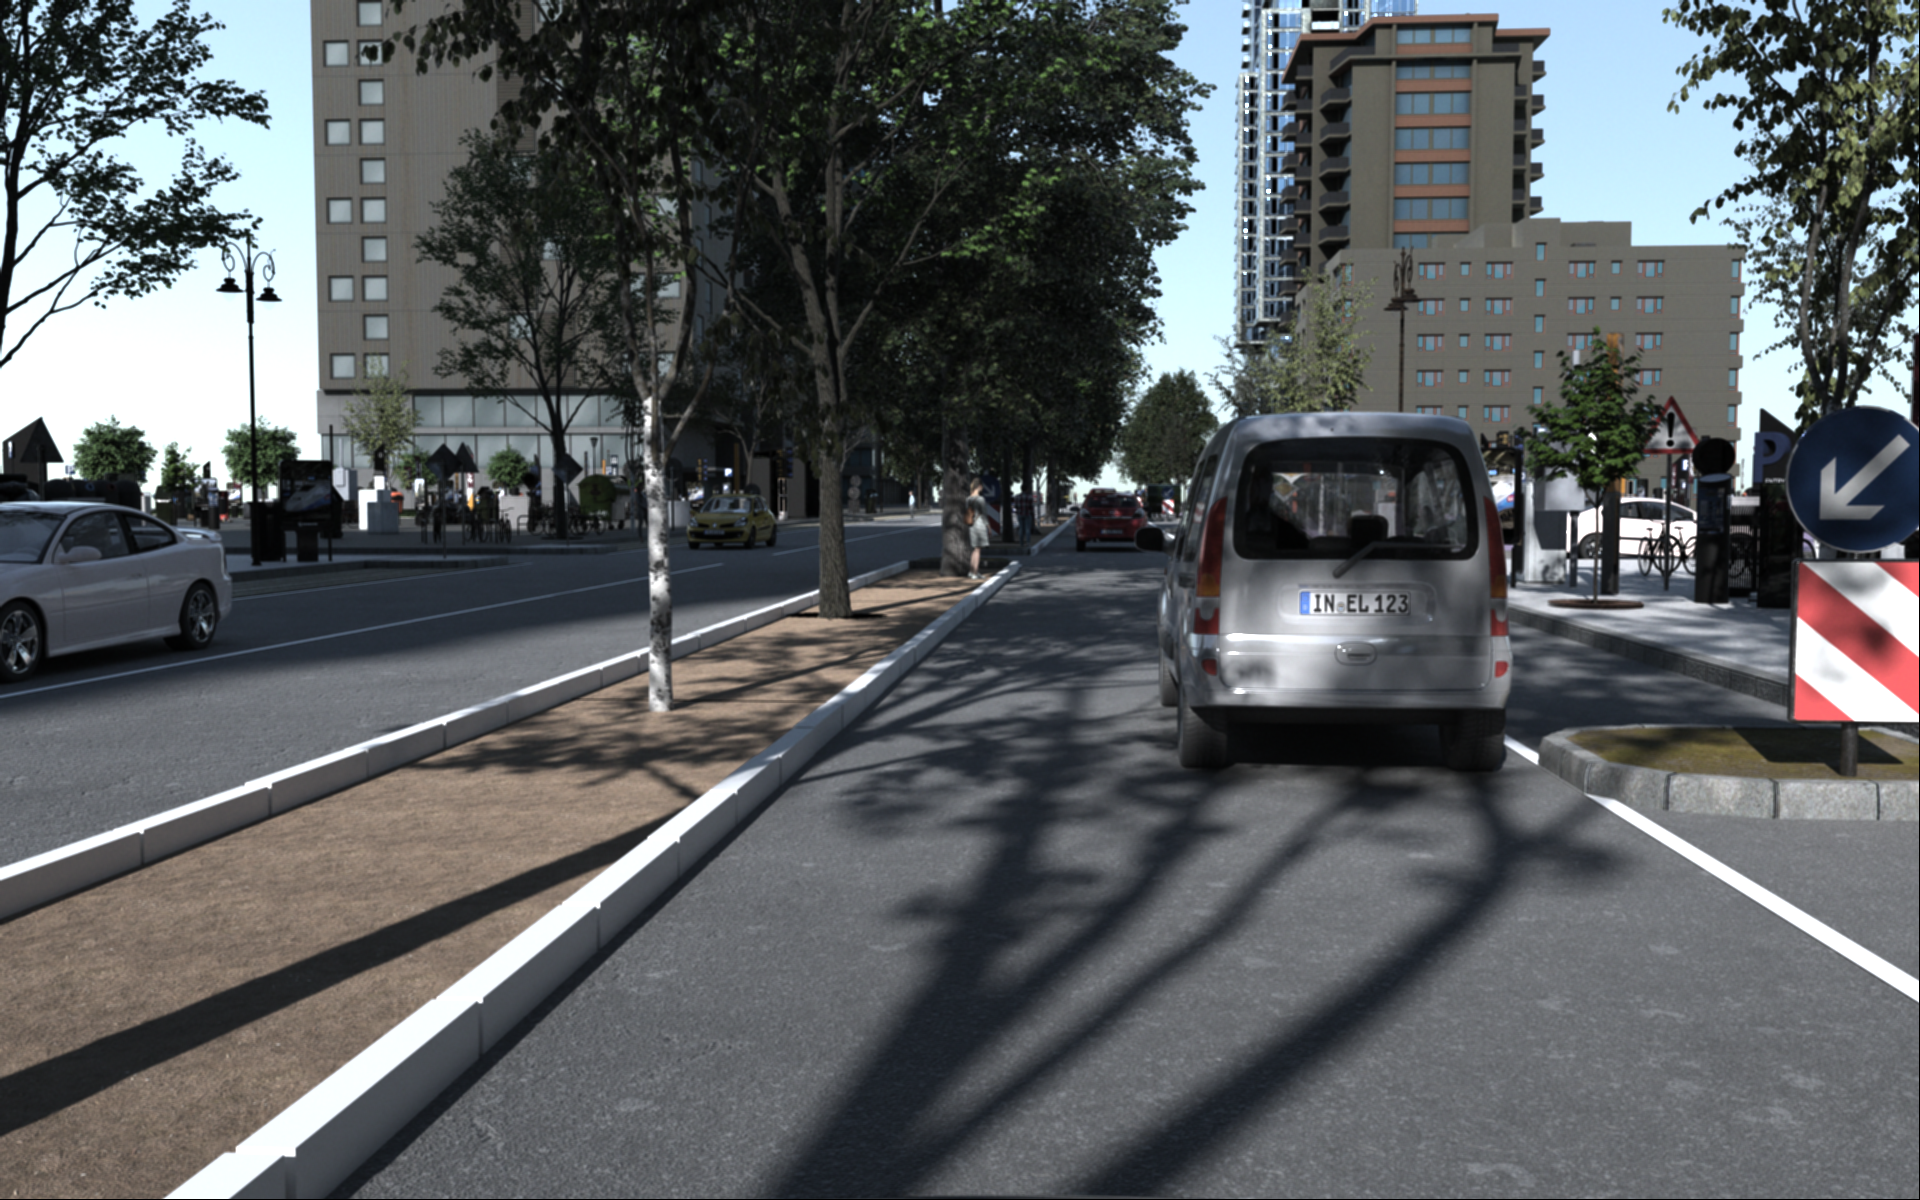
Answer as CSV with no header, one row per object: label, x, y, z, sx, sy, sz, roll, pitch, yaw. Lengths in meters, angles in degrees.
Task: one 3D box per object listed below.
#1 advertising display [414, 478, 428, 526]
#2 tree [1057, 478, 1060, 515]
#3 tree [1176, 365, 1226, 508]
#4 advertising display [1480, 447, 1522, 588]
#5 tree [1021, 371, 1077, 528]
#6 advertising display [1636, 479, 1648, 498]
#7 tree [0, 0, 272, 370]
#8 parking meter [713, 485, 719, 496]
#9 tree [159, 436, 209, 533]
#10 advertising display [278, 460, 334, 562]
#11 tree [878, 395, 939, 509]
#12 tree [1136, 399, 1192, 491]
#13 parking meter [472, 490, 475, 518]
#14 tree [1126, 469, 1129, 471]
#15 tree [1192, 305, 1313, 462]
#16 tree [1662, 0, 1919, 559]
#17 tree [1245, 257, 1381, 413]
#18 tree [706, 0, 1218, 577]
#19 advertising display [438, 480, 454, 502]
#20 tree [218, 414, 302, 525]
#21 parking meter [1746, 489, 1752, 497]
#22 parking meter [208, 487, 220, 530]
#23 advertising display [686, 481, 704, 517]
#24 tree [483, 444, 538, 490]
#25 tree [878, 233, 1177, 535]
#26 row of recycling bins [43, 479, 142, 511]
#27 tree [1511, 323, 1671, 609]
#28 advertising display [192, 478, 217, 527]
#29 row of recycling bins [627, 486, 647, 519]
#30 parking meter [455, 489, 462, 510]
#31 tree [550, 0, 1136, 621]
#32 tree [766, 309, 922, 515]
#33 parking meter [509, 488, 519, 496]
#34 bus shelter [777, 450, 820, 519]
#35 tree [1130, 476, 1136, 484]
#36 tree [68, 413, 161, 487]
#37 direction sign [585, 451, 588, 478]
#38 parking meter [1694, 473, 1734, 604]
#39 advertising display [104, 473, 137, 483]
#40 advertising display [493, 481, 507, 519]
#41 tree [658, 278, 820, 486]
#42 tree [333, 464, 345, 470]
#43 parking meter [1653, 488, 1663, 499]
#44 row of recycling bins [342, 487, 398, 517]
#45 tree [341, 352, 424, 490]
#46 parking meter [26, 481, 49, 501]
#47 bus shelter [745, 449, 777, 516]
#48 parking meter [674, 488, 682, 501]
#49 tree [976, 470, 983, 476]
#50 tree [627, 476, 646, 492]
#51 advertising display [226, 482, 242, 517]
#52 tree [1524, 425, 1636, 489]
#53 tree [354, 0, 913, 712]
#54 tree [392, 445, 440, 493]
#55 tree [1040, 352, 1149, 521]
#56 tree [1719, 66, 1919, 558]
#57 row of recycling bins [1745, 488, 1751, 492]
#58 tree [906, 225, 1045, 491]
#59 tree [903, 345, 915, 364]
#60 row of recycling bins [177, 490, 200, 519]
advertising display,-21.369,-3.882,68.680,0.123,1.923,0.974,-3,5,-41
tree,6.327,-10.782,113.158,8.767,10.594,7.601,0,4,5
tree,19.475,-14.512,154.286,9.611,12.733,9.660,0,3,0
advertising display,7.350,-1.154,24.086,0.123,1.923,0.974,-3,4,-37
tree,3.343,-7.363,73.209,4.360,8.622,3.978,0,3,0
advertising display,28.827,-4.159,73.208,0.123,1.923,0.974,0,4,1
tree,-13.405,-5.970,23.366,9.928,11.665,9.643,0,3,0
parking meter,-15.880,-6.545,112.716,0.255,1.863,0.399,3,5,41
tree,-26.249,-3.866,57.815,1.663,3.219,1.824,0,3,0
advertising display,-12.390,-1.690,32.845,0.974,1.923,0.123,-3,4,-37
tree,-3.296,-13.090,148.431,8.767,10.594,7.601,1,4,16
tree,16.583,-11.207,133.589,4.360,8.622,3.978,0,3,0
parking meter,-26.280,-5.182,93.144,0.372,1.533,0.369,0,3,0
tree,27.837,-19.586,270.599,4.360,8.622,3.978,0,3,0
tree,11.761,-7.215,68.325,4.360,8.622,3.978,0,3,0
tree,7.531,-3.912,14.325,4.737,8.622,4.395,0,3,0
tree,11.294,-6.361,54.370,4.737,8.622,4.395,0,3,0
tree,-0.013,-7.371,29.621,9.857,13.997,8.962,0,3,0
advertising display,-23.598,-4.545,79.528,0.123,1.923,0.974,1,4,22
tree,-28.792,-5.356,71.285,4.285,4.588,4.351,0,3,0
parking meter,40.325,-4.892,88.393,0.372,1.533,0.369,0,3,0
parking meter,-27.019,-3.321,62.705,0.372,1.533,0.369,0,3,0
advertising display,-13.452,-5.063,87.998,0.974,1.923,0.123,-3,4,-37
tree,-28.966,-7.789,111.061,4.285,4.588,4.351,0,3,0
tree,2.355,-8.604,60.132,9.611,12.733,9.660,0,3,0
row of recycling bins,-24.128,-2.506,48.089,1.069,1.692,3.534,1,4,11
tree,7.130,-1.537,19.736,1.663,3.219,1.824,0,3,0
advertising display,-29.579,-3.831,67.853,0.123,1.923,0.974,3,4,39
row of recycling bins,-17.491,-5.105,90.581,3.534,1.692,1.069,-1,4,-9
parking meter,-25.994,-4.978,89.802,0.372,1.533,0.369,0,3,0
tree,-1.547,-5.602,19.811,9.928,11.665,9.643,0,3,0
tree,-7.412,-12.054,107.446,12.009,13.543,11.850,0,3,0
parking meter,-17.410,-3.626,67.692,0.372,1.533,0.369,0,3,0
bus shelter,-8.244,-6.228,93.108,1.731,3.624,6.357,0,4,5
tree,20.964,-14.497,187.392,4.360,8.622,3.978,0,3,0
tree,-34.447,-5.311,70.554,4.285,4.588,4.351,0,3,0
direction sign,-19.916,-6.136,92.321,0.379,3.537,0.876,-1,4,-20
parking meter,8.865,-0.732,20.384,0.372,1.533,0.369,0,3,0
advertising display,-25.444,-2.894,52.530,0.123,1.923,0.974,2,4,34
advertising display,-23.637,-5.122,88.961,0.974,1.923,0.123,3,4,37
tree,-9.356,-8.637,75.628,8.767,10.594,7.601,0,4,-4
tree,-36.863,-6.571,102.043,1.663,3.219,1.824,0,3,0
parking meter,27.829,-3.711,69.082,0.372,1.533,0.369,0,3,0
row of recycling bins,-33.192,-5.497,96.984,3.534,1.692,1.069,-3,5,-42
tree,-29.306,-8.454,88.582,4.737,8.622,4.395,0,3,0
parking meter,-17.255,-1.469,32.428,0.372,1.533,0.369,0,3,0
bus shelter,-10.061,-6.225,93.056,1.731,3.624,6.357,0,4,5
parking meter,-11.633,-3.844,71.258,0.372,1.533,0.369,0,3,0
tree,2.012,-14.300,217.518,4.285,4.588,4.351,0,3,0
tree,-21.007,-7.206,112.415,1.663,3.219,1.824,0,3,0
advertising display,-39.876,-5.504,95.200,0.974,1.923,0.123,1,4,20
tree,24.475,-5.285,70.122,4.285,4.588,4.351,0,3,0
tree,-1.971,-3.552,10.900,4.360,8.622,3.978,0,3,0
tree,-36.379,-8.111,116.327,4.285,4.588,4.351,0,3,0
tree,4.888,-11.014,92.901,12.009,13.543,11.850,0,3,0
tree,15.467,-4.901,30.491,4.360,8.622,3.978,0,3,0
row of recycling bins,50.011,-6.158,107.794,1.069,1.692,3.534,0,4,-7
tree,0.593,-5.520,43.074,4.737,8.622,4.395,0,3,0
tree,0.369,-19.629,176.823,12.611,20.169,13.585,0,3,0
row of recycling bins,-41.329,-5.203,92.177,1.069,1.692,3.534,0,4,-6
